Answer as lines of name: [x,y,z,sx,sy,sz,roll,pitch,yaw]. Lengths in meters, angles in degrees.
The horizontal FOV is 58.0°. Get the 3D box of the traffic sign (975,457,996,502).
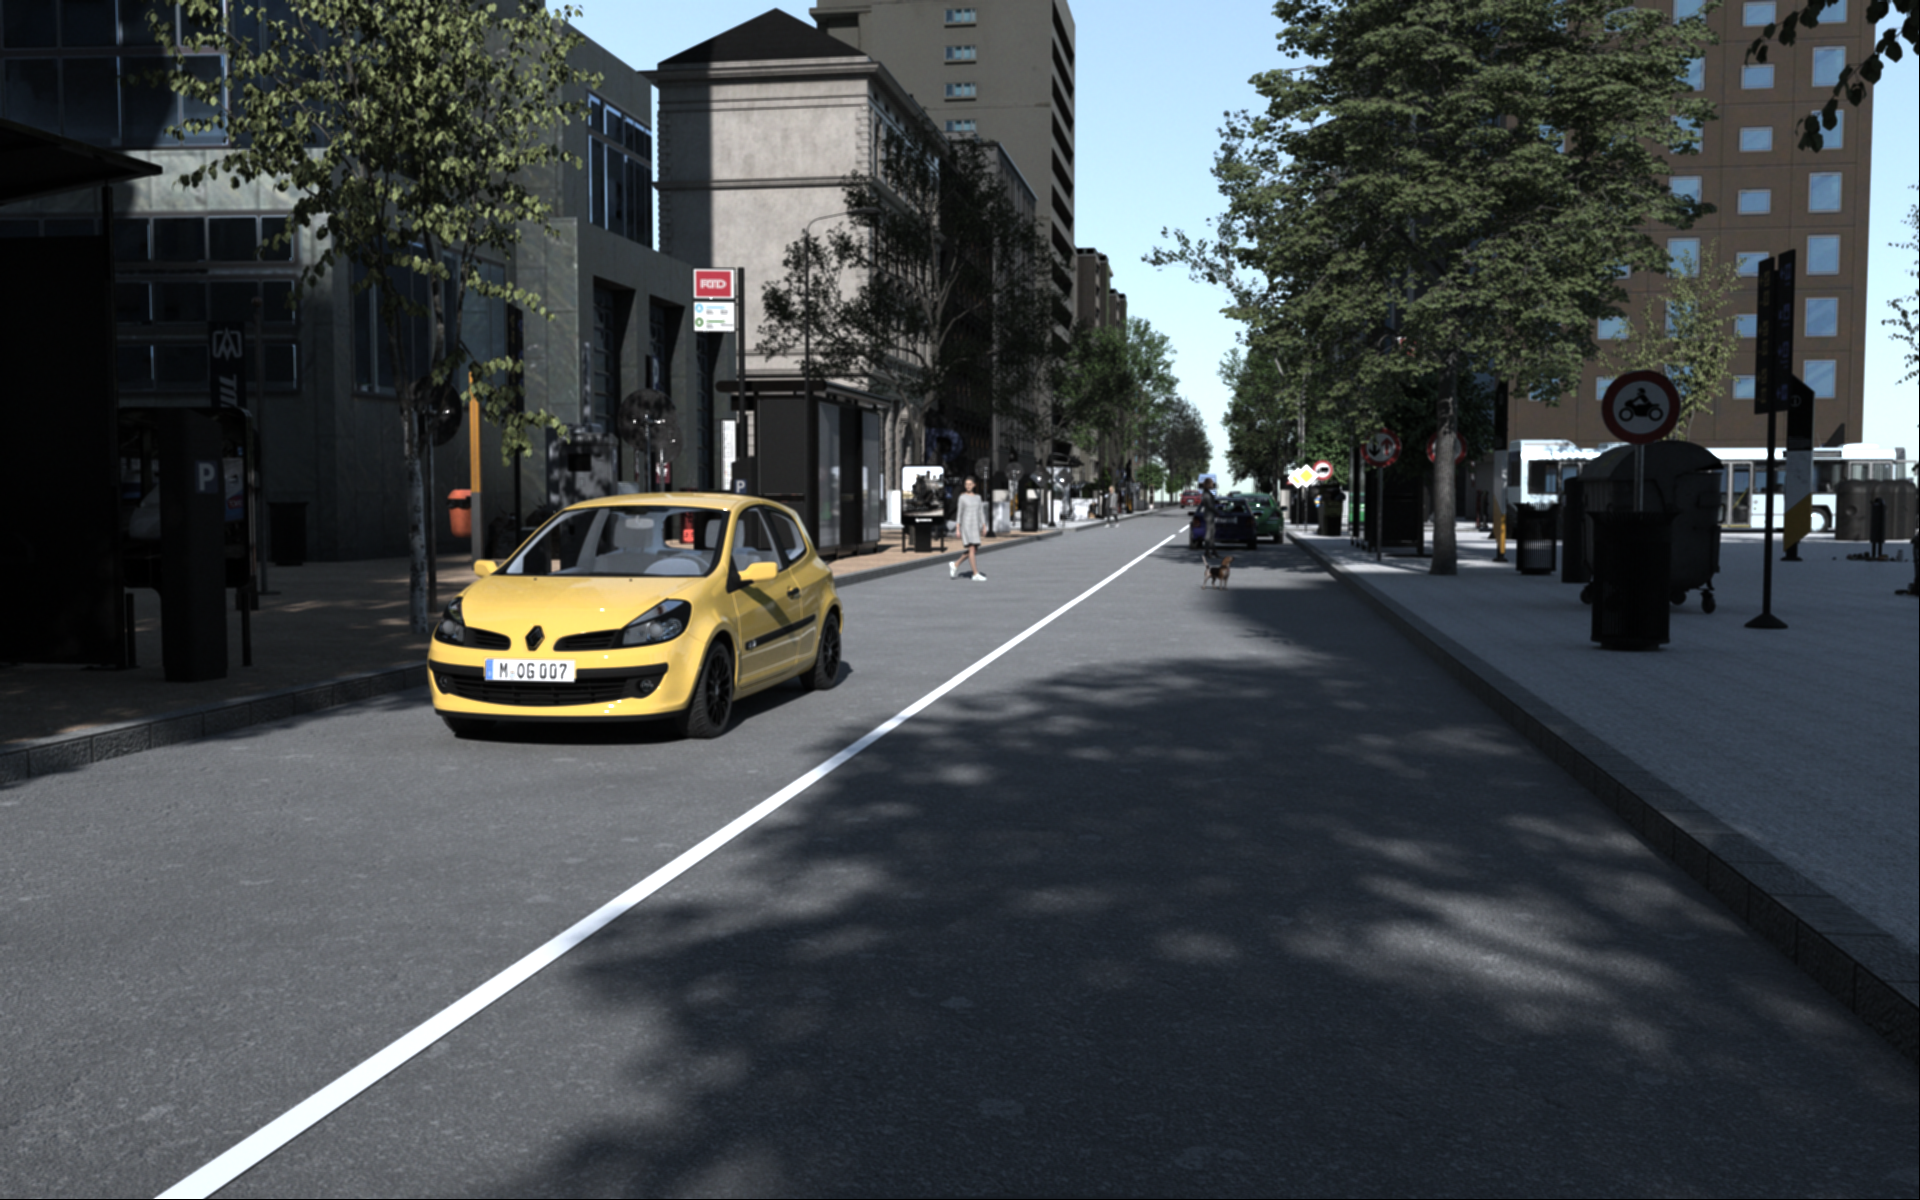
traffic sign: [0.874,-3.670,60.117,0.768,2.556,0.104,1,4,18]

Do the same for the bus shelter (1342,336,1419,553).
bus shelter: [10.371,-3.923,41.778,2.179,5.291,8.768,1,4,9]

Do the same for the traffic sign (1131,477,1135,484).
traffic sign: [13.040,-8.061,131.802,0.884,2.594,0.081,1,4,14]

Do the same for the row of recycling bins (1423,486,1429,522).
row of recycling bins: [19.057,-4.011,72.689,1.069,1.692,3.534,1,4,11]

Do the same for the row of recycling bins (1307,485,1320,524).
row of recycling bins: [15.988,-4.267,76.884,1.069,1.692,3.534,1,4,16]

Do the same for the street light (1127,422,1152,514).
street light: [11.436,-8.517,111.802,1.470,5.913,1.316,1,4,9]

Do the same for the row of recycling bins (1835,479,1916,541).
row of recycling bins: [25.683,-2.527,48.428,3.534,1.692,1.069,-3,4,-36]

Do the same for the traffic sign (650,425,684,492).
traffic sign: [-4.950,-1.755,28.800,0.768,2.556,0.104,1,4,19]

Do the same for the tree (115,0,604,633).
tree: [-5.024,-3.985,15.520,4.737,8.622,4.395,0,3,0]

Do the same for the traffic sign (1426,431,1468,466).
traffic sign: [9.412,-2.045,33.540,0.768,2.556,0.104,1,4,14]

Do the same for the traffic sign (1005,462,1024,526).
traffic sign: [2.141,-4.187,68.559,0.768,2.556,0.104,1,4,18]

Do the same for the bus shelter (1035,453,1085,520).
bus shelter: [5.101,-5.757,88.049,2.014,3.302,5.546,1,4,9]

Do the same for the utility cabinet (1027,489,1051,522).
utility cabinet: [3.615,-4.275,78.577,1.173,1.500,0.318,0,4,-3]

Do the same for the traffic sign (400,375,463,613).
traffic sign: [-5.676,-1.129,18.569,0.768,2.556,0.104,1,4,16]

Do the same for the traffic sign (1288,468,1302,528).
traffic sign: [12.811,-3.795,65.697,0.795,2.450,0.064,1,4,9]

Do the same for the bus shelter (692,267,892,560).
bus shelter: [-3.246,-3.404,33.293,2.179,5.291,8.768,1,4,9]

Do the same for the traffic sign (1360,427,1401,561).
traffic sign: [8.020,-2.016,33.069,0.768,2.556,0.104,1,4,15]

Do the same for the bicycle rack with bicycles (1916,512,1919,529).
bicycle rack with bicycles: [35.968,-3.030,62.925,2.925,0.926,2.852,0,4,-7]

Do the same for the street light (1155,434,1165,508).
street light: [14.874,-9.858,133.724,1.470,5.913,1.316,1,4,9]

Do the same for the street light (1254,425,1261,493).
street light: [20.853,-8.847,117.187,1.470,5.913,1.316,1,4,9]

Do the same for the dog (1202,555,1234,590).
dog: [3.867,-0.411,26.002,0.540,0.507,0.406,1,4,17]

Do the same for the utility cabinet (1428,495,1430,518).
utility cabinet: [25.798,-5.083,94.272,1.020,1.237,0.306,3,5,44]

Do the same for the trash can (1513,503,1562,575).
trash can: [9.181,-0.974,27.580,0.748,1.137,0.748,0,3,0]

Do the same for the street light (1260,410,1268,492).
street light: [17.485,-7.529,95.635,1.470,5.913,1.316,1,4,9]

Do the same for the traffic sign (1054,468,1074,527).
traffic sign: [4.031,-3.882,67.114,0.795,2.450,0.064,1,4,9]

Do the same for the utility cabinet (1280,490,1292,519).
utility cabinet: [16.677,-4.862,88.174,0.318,1.500,1.173,2,4,33]

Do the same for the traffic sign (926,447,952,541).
traffic sign: [-0.656,-2.913,47.639,0.884,2.594,0.081,1,4,16]

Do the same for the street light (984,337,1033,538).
street light: [1.438,-4.776,50.627,1.470,5.913,1.316,1,4,9]

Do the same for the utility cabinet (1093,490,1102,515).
utility cabinet: [8.152,-5.709,102.016,0.318,1.500,1.173,-1,4,-12]

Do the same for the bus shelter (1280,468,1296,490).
bus shelter: [25.788,-8.631,135.041,2.014,3.302,5.546,1,4,9]

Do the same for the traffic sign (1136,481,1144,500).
traffic sign: [14.245,-8.263,137.228,0.606,2.300,0.079,1,4,17]

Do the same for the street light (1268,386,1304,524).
street light: [14.035,-6.210,74.079,1.470,5.913,1.316,1,4,9]

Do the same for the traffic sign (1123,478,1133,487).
traffic sign: [12.655,-7.994,130.808,0.768,2.556,0.104,1,4,17]

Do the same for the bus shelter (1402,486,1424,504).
bus shelter: [12.621,-3.668,51.258,1.731,3.624,6.357,1,4,9]

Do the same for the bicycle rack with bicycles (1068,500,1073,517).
bicycle rack with bicycles: [5.709,-5.156,97.680,2.852,0.926,2.925,1,4,22]

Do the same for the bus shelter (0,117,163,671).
bus shelter: [-7.051,-1.123,9.640,1.731,3.624,6.357,1,4,9]

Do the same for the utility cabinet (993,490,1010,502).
utility cabinet: [2.254,-5.015,90.675,1.173,1.500,0.318,-2,4,-29]

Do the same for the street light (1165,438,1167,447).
street light: [16.227,-10.396,142.515,1.470,5.913,1.316,1,4,9]

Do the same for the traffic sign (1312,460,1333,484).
traffic sign: [13.498,-3.939,64.507,0.768,2.556,0.104,1,4,13]

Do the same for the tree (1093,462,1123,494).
tree: [8.832,-6.813,105.999,1.663,3.219,1.824,0,3,0]

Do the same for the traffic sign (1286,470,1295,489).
traffic sign: [18.204,-5.767,94.295,0.884,2.594,0.081,1,4,11]

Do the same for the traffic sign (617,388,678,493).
traffic sign: [-3.775,-1.273,20.920,0.768,2.556,0.104,1,4,9]

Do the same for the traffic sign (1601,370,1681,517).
traffic sign: [7.001,-1.086,17.868,0.768,2.556,0.104,1,4,17]

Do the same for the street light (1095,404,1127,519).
street light: [7.749,-7.169,89.761,1.470,5.913,1.316,1,4,9]

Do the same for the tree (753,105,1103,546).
tree: [-1.222,-6.620,42.655,8.767,10.594,7.601,1,4,9]

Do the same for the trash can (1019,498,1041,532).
trash can: [2.365,-2.874,58.649,0.748,1.137,0.748,0,3,0]

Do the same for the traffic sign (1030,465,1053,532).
traffic sign: [2.772,-3.400,59.229,0.795,2.450,0.064,1,4,9]

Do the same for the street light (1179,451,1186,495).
street light: [23.169,-13.041,185.753,1.470,5.913,1.316,1,4,9]

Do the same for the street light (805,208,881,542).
street light: [-1.968,-3.412,28.321,1.470,5.913,1.316,1,4,9]

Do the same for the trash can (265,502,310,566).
trash can: [-12.005,-1.181,30.956,0.748,1.137,0.748,0,3,0]

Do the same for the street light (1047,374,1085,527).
street light: [4.124,-5.795,67.288,1.470,5.913,1.316,1,4,9]

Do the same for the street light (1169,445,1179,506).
street light: [19.725,-11.723,164.213,1.470,5.913,1.316,1,4,9]

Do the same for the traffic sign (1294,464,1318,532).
traffic sign: [11.552,-3.313,57.811,0.795,2.450,0.064,1,4,9]

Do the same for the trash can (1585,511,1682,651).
trash can: [5.554,-0.164,14.328,0.748,1.137,0.748,0,3,0]
